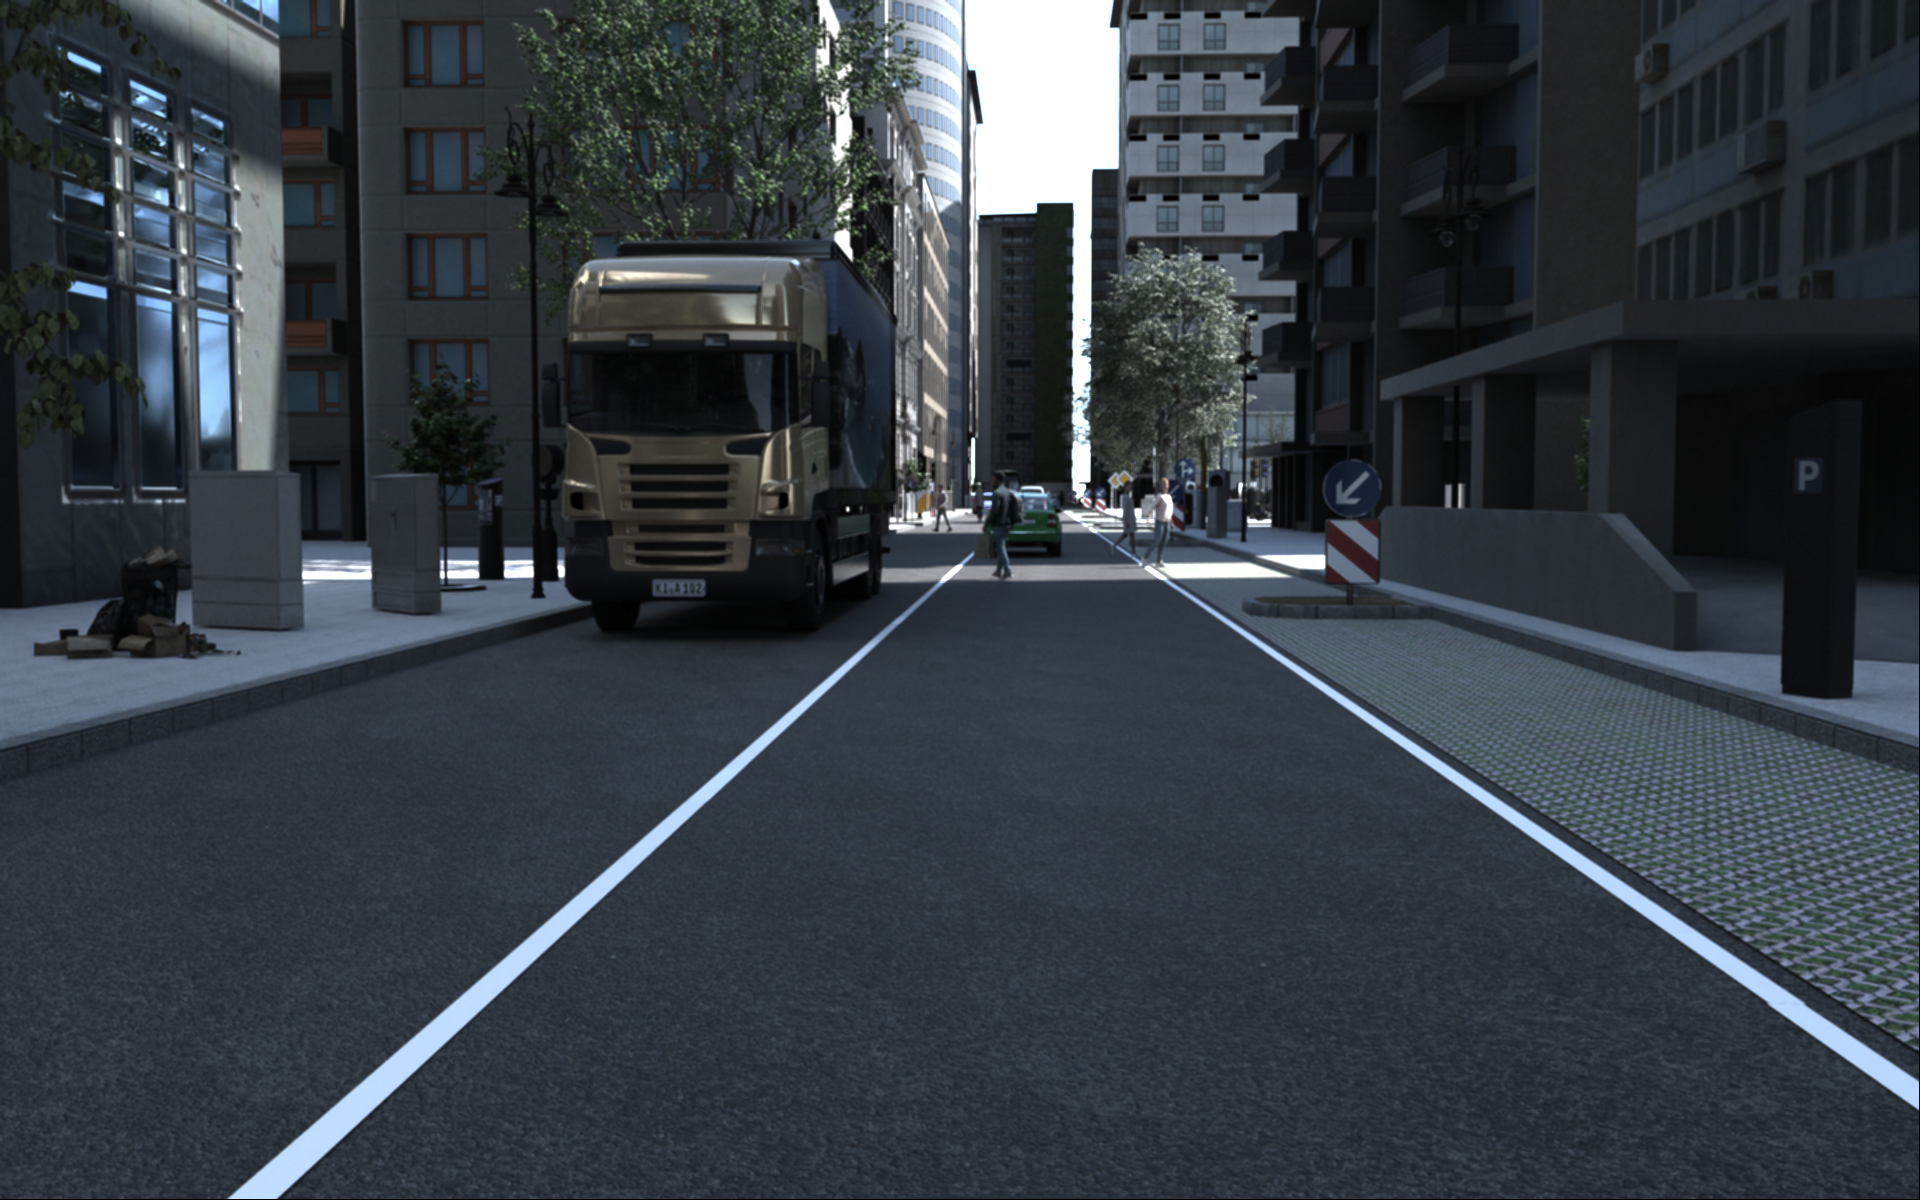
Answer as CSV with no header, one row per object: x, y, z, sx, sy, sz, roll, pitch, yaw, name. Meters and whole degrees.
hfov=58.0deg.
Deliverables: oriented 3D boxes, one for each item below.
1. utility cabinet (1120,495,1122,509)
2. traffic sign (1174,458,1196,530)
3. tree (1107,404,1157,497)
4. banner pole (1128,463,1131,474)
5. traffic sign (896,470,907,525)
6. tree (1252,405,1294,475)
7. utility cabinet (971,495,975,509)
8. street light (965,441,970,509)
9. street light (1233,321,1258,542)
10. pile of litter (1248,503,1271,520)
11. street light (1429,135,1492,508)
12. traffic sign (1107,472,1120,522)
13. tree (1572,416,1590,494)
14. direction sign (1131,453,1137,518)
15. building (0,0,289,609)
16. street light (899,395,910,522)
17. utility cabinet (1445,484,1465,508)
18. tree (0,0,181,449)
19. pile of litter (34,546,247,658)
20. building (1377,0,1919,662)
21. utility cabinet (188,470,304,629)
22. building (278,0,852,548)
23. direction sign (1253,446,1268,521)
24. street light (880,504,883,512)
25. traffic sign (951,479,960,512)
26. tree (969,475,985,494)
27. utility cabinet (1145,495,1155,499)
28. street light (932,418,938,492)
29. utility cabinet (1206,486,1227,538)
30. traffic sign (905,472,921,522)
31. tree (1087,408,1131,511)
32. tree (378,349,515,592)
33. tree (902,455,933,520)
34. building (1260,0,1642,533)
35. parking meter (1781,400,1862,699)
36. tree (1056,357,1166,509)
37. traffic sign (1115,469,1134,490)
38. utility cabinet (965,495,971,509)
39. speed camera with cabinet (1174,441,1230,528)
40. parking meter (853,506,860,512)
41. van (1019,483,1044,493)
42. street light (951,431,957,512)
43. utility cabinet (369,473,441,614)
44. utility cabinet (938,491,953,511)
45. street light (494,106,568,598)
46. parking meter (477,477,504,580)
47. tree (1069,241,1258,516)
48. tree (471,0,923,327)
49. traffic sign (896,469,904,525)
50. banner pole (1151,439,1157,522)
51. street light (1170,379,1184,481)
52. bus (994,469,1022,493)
14.143,-8.589,151.588,0.306,1.237,1.020,0,4,4,utility cabinet
7.978,-3.757,61.531,0.768,2.556,0.104,0,4,7,traffic sign
12.035,-10.480,121.711,4.360,8.622,3.978,0,3,0,tree
13.598,-9.172,139.972,0.401,3.779,0.863,-2,4,-24,banner pole
-2.542,-4.115,70.923,0.795,2.450,0.064,0,4,3,traffic sign
26.166,-11.768,142.772,4.360,8.622,3.978,0,3,0,tree
1.058,-8.677,153.038,0.306,1.237,1.020,1,4,19,utility cabinet
0.662,-10.812,149.556,0.468,5.910,1.993,0,4,3,street light
7.609,-4.497,46.306,0.468,5.910,1.993,0,4,3,street light
15.075,-4.491,87.388,1.719,0.858,1.176,3,5,39,pile of litter
6.554,-3.061,22.843,0.468,5.910,1.993,0,4,3,street light
7.059,-4.576,78.456,0.795,2.450,0.064,0,4,3,traffic sign
13.525,-2.585,36.874,1.663,3.219,1.824,0,3,0,tree
9.435,-6.254,94.254,0.379,3.537,0.876,1,4,22,direction sign
-20.033,-42.570,8.690,22.319,86.520,31.000,0,4,3,building
-2.534,-6.557,79.992,0.468,5.910,1.993,0,4,3,street light
10.619,-1.747,37.240,0.318,1.500,1.173,1,4,22,utility cabinet
-5.828,-3.604,9.283,4.737,8.622,4.395,0,3,0,tree
-6.629,0.005,13.890,1.719,0.858,1.176,2,4,30,pile of litter
22.237,-20.013,19.090,32.217,40.220,23.993,0,4,3,building
-6.794,-0.478,16.502,1.173,1.500,0.318,2,4,27,utility cabinet
-19.310,-12.852,55.174,28.899,21.520,27.650,0,4,3,building
14.190,-5.491,81.775,0.876,3.537,0.379,-2,4,-29,direction sign
-3.072,-5.816,67.876,0.468,5.910,1.993,0,4,3,street light
-0.327,-7.237,120.448,0.606,2.300,0.079,0,4,7,traffic sign
1.566,-11.001,174.471,1.663,3.219,1.824,0,3,0,tree
13.215,-6.647,119.841,0.306,1.237,1.020,-3,4,-37,utility cabinet
-1.501,-7.974,103.170,0.468,5.910,1.993,0,4,3,street light
7.515,-2.571,50.714,0.318,1.500,1.173,2,4,24,utility cabinet
-2.175,-4.603,78.900,0.795,2.450,0.064,0,4,3,traffic sign
11.959,-11.210,133.642,4.737,8.622,4.395,0,3,0,tree
-6.959,-1.736,22.991,1.663,3.219,1.824,0,3,0,tree
-2.363,-5.489,84.339,1.663,3.219,1.824,0,3,0,tree
21.196,-24.390,53.401,22.147,44.769,28.867,0,4,3,building
5.452,-0.323,10.986,0.255,1.863,0.399,-1,4,-20,parking meter
13.200,-14.525,147.858,12.009,13.543,11.850,0,3,0,tree
6.691,-4.088,70.479,0.795,2.450,0.064,0,4,3,traffic sign
0.587,-8.603,151.826,0.306,1.237,1.020,0,4,3,utility cabinet
9.057,-4.313,64.850,2.038,3.252,0.660,2,4,30,speed camera with cabinet
-3.610,-3.130,59.589,0.372,1.533,0.369,0,3,0,parking meter
3.996,-5.490,96.772,2.013,2.044,4.112,0,4,3,van
-0.467,-9.394,126.383,0.468,5.910,1.993,0,4,3,street light
-6.028,-0.617,18.767,0.318,1.500,1.173,-3,5,-40,utility cabinet
-1.072,-7.432,130.188,1.173,1.500,0.318,0,4,6,utility cabinet
-5.211,-2.962,21.216,0.468,5.910,1.993,0,4,3,street light
-7.039,-1.075,25.986,0.372,1.533,0.369,0,3,0,parking meter
10.492,-11.125,88.542,9.857,13.997,8.962,0,3,0,tree
-4.825,-6.503,32.077,9.928,11.665,9.643,0,3,0,tree
-2.583,-4.217,71.074,0.606,2.300,0.079,1,4,11,traffic sign
8.867,-5.431,78.813,0.401,3.779,0.863,1,4,16,banner pole
8.709,-5.914,69.480,0.468,5.910,1.993,0,4,3,street light
4.820,-11.329,176.774,2.896,3.916,12.252,0,4,2,bus
